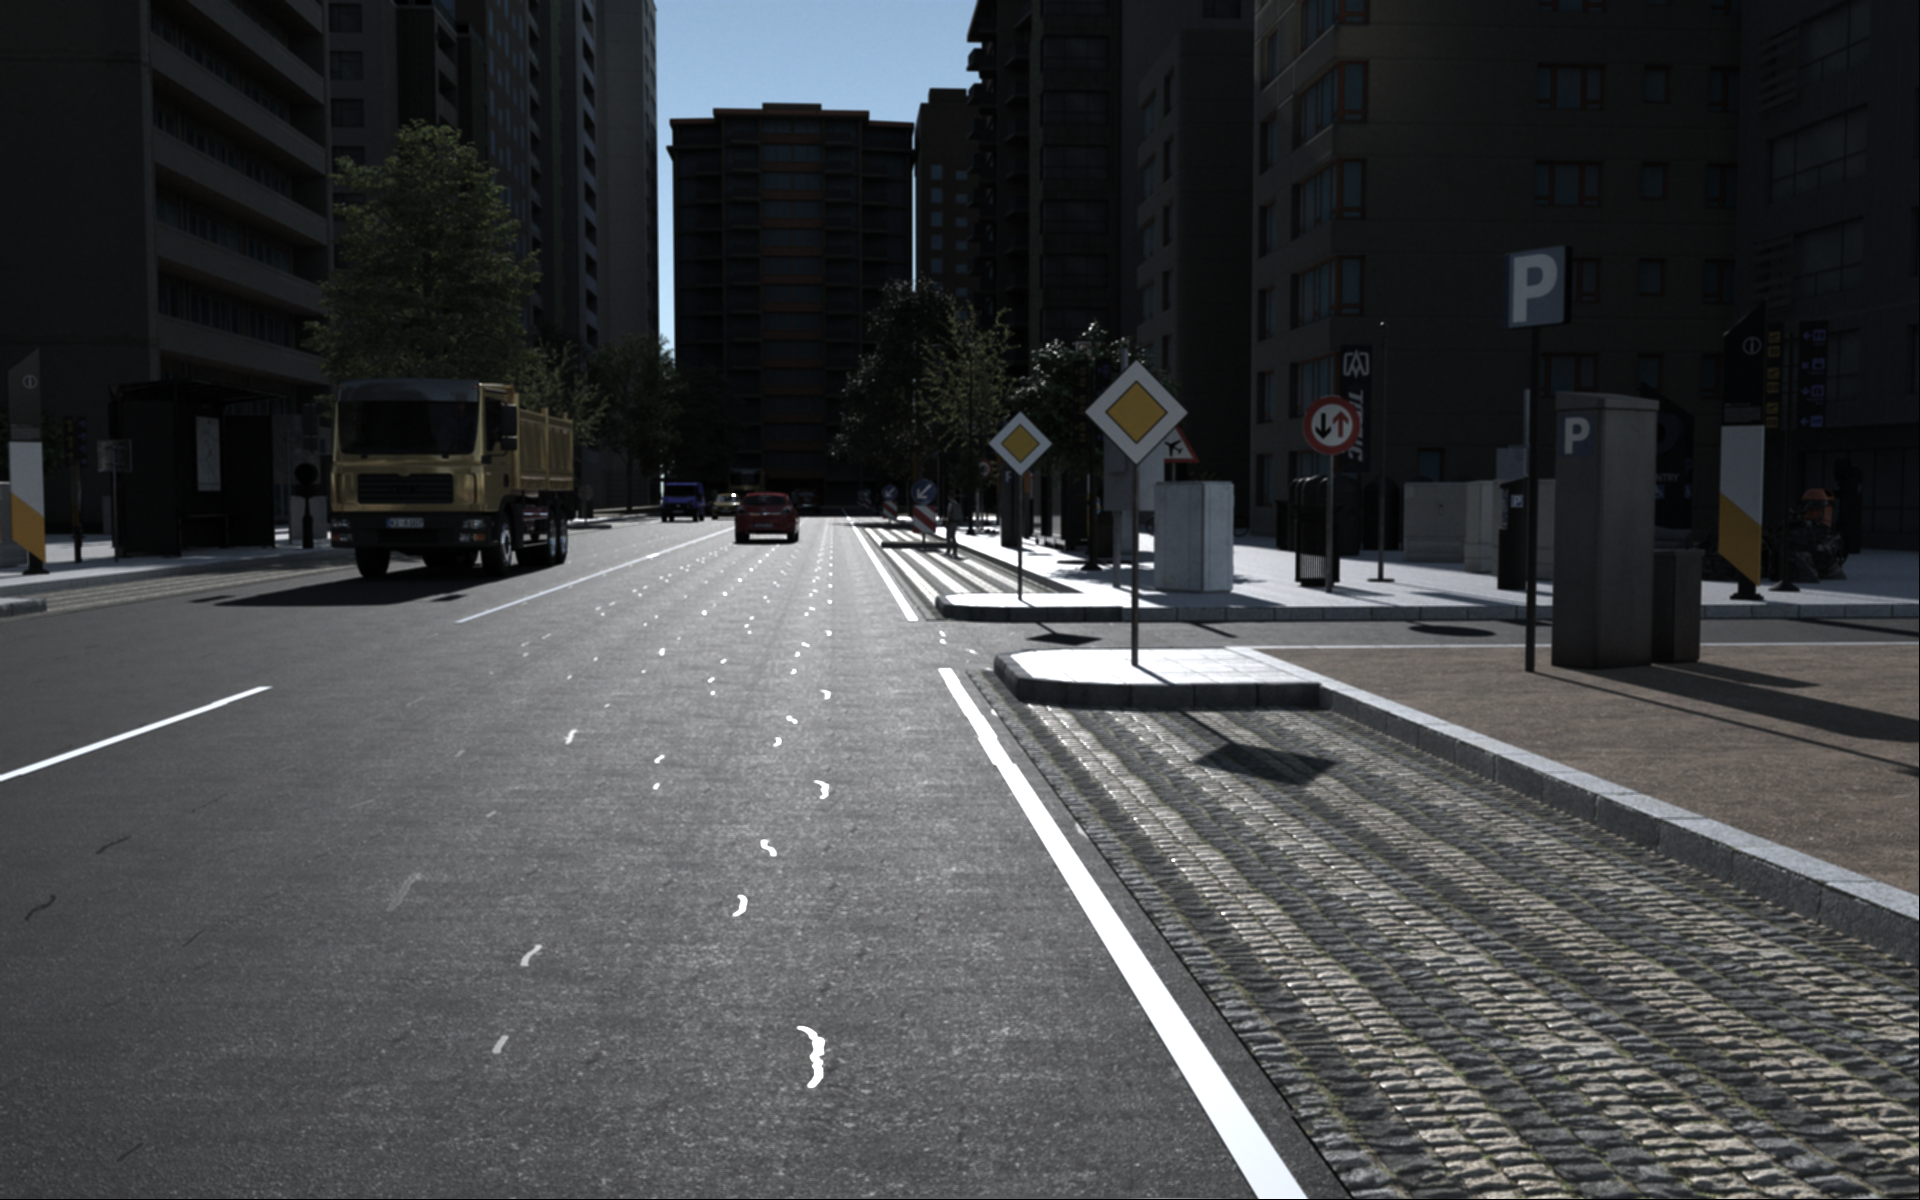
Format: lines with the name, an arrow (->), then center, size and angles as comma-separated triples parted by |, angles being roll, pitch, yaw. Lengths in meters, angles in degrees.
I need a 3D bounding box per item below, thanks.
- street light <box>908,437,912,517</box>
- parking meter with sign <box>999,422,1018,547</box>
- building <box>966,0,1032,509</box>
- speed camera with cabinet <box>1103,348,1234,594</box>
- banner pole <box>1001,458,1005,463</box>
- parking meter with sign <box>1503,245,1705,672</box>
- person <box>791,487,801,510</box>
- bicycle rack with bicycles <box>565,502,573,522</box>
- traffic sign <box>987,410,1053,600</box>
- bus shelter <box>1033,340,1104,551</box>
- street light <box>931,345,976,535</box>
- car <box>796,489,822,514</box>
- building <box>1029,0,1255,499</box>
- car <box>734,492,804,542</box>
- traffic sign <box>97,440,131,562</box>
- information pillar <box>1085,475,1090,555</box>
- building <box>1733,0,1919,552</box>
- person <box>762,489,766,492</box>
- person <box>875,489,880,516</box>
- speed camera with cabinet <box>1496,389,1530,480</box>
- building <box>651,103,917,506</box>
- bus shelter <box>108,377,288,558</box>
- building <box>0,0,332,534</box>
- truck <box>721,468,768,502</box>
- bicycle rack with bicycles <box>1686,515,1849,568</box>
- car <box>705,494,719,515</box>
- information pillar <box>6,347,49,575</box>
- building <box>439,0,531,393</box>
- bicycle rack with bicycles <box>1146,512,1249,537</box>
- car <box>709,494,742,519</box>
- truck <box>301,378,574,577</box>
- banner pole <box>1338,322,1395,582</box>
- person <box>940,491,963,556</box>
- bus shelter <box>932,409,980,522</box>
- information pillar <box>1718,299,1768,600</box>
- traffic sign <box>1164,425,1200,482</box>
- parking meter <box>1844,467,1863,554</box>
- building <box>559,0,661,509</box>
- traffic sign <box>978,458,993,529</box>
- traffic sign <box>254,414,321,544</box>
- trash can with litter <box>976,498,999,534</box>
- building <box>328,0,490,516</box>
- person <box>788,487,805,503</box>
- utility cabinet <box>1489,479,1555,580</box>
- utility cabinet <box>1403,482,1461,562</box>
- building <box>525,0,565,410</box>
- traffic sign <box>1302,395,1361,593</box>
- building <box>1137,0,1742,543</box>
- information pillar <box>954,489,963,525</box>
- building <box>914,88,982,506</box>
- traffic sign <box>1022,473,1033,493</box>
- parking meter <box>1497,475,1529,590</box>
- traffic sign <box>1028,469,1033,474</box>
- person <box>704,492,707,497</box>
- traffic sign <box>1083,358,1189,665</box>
street light -> -3.256, -7.545, 95.908 | 1.470, 5.913, 1.316 | 0, 4, -4
parking meter with sign -> 1.218, -2.830, 42.526 | 0.543, 3.016, 1.738 | 0, 4, -4
building -> 12.026, -30.282, 149.731 | 22.147, 44.769, 28.867 | 0, 4, -4
speed camera with cabinet -> 2.773, -1.761, 23.125 | 0.660, 3.252, 2.038 | -2, 4, -34
banner pole -> 1.873, -5.070, 72.905 | 0.401, 3.779, 0.863 | -1, 4, -22
parking meter with sign -> 4.824, -1.015, 12.862 | 1.738, 3.016, 0.543 | -2, 4, -31
person -> -9.747, -5.762, 102.701 | 0.705, 1.826, 1.348 | 1, 4, 14
bicycle rack with bicycles -> -19.173, -4.080, 80.088 | 2.852, 0.926, 2.925 | -1, 4, -18
traffic sign -> 0.723, -1.055, 20.888 | 0.795, 2.450, 0.064 | 0, 4, -4
bus shelter -> 2.838, -3.996, 42.971 | 2.179, 5.291, 8.768 | 0, 4, -4
street light -> -0.202, -4.986, 54.056 | 1.470, 5.913, 1.316 | 0, 4, -4
car -> -11.165, -7.172, 125.938 | 2.281, 1.827, 5.304 | 0, 4, -6
building -> 11.040, -20.559, 107.840 | 14.160, 30.474, 14.107 | 0, 4, -4
car -> -5.904, -2.703, 53.228 | 2.155, 1.783, 4.494 | 0, 4, -3
traffic sign -> -15.857, -1.858, 32.501 | 0.606, 2.300, 0.079 | 0, 4, -2
information pillar -> 2.737, -2.761, 36.504 | 0.183, 3.616, 0.504 | 0, 4, 7
building -> 27.347, -21.650, 37.568 | 14.086, 41.232, 14.154 | 0, 4, -4
person -> -10.883, -5.327, 96.527 | 0.756, 1.711, 0.436 | -1, 4, -12
person -> -5.423, -6.305, 112.305 | 0.721, 1.735, 1.217 | 0, 4, -7
speed camera with cabinet -> 10.960, -2.391, 33.433 | 0.660, 3.252, 2.038 | 3, 4, 37
building -> -19.623, -33.176, 197.053 | 28.867, 44.769, 22.147 | 0, 4, -4
bus shelter -> -16.468, -2.847, 37.824 | 1.731, 3.624, 6.357 | 0, 4, -4
building -> -37.274, -26.921, 63.858 | 21.300, 48.544, 21.600 | 0, 4, -4
truck -> -16.291, -8.344, 132.346 | 3.469, 3.379, 9.791 | 0, 4, -5
bicycle rack with bicycles -> 14.429, -1.055, 30.639 | 2.925, 0.926, 2.852 | -1, 4, -13
car -> -16.683, -6.752, 120.186 | 2.009, 1.686, 4.222 | 0, 4, -2
information pillar -> -14.866, -2.216, 27.588 | 0.504, 3.616, 0.183 | -3, 5, -45
building -> -36.875, -28.413, 114.671 | 14.600, 45.320, 14.200 | 0, 4, -4
bicycle rack with bicycles -> 7.413, -2.415, 52.874 | 2.925, 0.926, 2.852 | 2, 4, 24
car -> -13.333, -5.453, 99.382 | 2.015, 1.641, 3.980 | 0, 4, -5
truck -> -9.214, -2.208, 32.021 | 3.469, 3.379, 9.791 | 0, 4, -3
banner pole -> 5.963, -2.165, 25.414 | 0.863, 3.779, 0.401 | 1, 4, 12
person -> -0.200, -1.763, 39.923 | 0.523, 1.515, 0.503 | 0, 4, -2
bus shelter -> -0.090, -6.223, 79.374 | 2.179, 5.291, 8.768 | 0, 4, -4
information pillar -> 9.504, -1.814, 21.006 | 0.504, 3.616, 0.183 | 3, 4, 38
traffic sign -> 3.629, -1.804, 29.500 | 0.884, 2.594, 0.081 | 0, 4, 5
parking meter -> 19.142, -1.921, 37.126 | 0.255, 1.863, 0.399 | 3, 5, 44
building -> -48.236, -39.857, 193.655 | 28.212, 58.520, 21.231 | 0, 4, -4
traffic sign -> 0.789, -3.766, 61.678 | 0.768, 2.556, 0.104 | 0, 4, 4
traffic sign -> -17.474, -3.083, 44.284 | 2.265, 3.308, 0.079 | 0, 4, 2
trash can with litter -> 1.336, -2.789, 56.650 | 1.678, 1.210, 2.233 | -2, 4, -31
building -> -35.769, -20.115, 100.588 | 14.160, 30.474, 14.107 | 0, 4, -4
person -> -9.984, -5.855, 103.863 | 1.348, 1.869, 0.705 | 0, 4, -6
utility cabinet -> 8.588, -1.067, 26.117 | 0.318, 1.500, 1.173 | -2, 4, -30
utility cabinet -> 8.936, -1.456, 32.484 | 1.173, 1.500, 0.318 | 1, 4, 22
building -> -37.646, -27.235, 128.893 | 14.154, 41.232, 14.086 | 0, 4, -4
traffic sign -> 4.794, -1.366, 22.437 | 0.768, 2.556, 0.104 | 0, 4, -4
building -> 22.374, -13.158, 60.172 | 27.650, 21.520, 28.899 | 0, 4, -4
information pillar -> -0.050, -4.102, 71.567 | 0.304, 2.012, 0.304 | 1, 4, 19
building -> 2.344, -33.330, 195.055 | 14.200, 45.320, 14.600 | 0, 4, -4
traffic sign -> 2.154, -3.557, 58.164 | 0.884, 2.594, 0.081 | 0, 4, 1
parking meter -> 7.428, -0.909, 23.270 | 0.372, 1.533, 0.369 | 0, 3, 0
traffic sign -> 2.239, -2.977, 48.780 | 0.768, 2.556, 0.104 | 0, 4, 2
person -> -21.564, -8.290, 144.846 | 0.742, 1.727, 0.445 | -3, 4, -37
traffic sign -> 1.306, -0.568, 12.924 | 0.795, 2.450, 0.064 | 0, 4, -4
